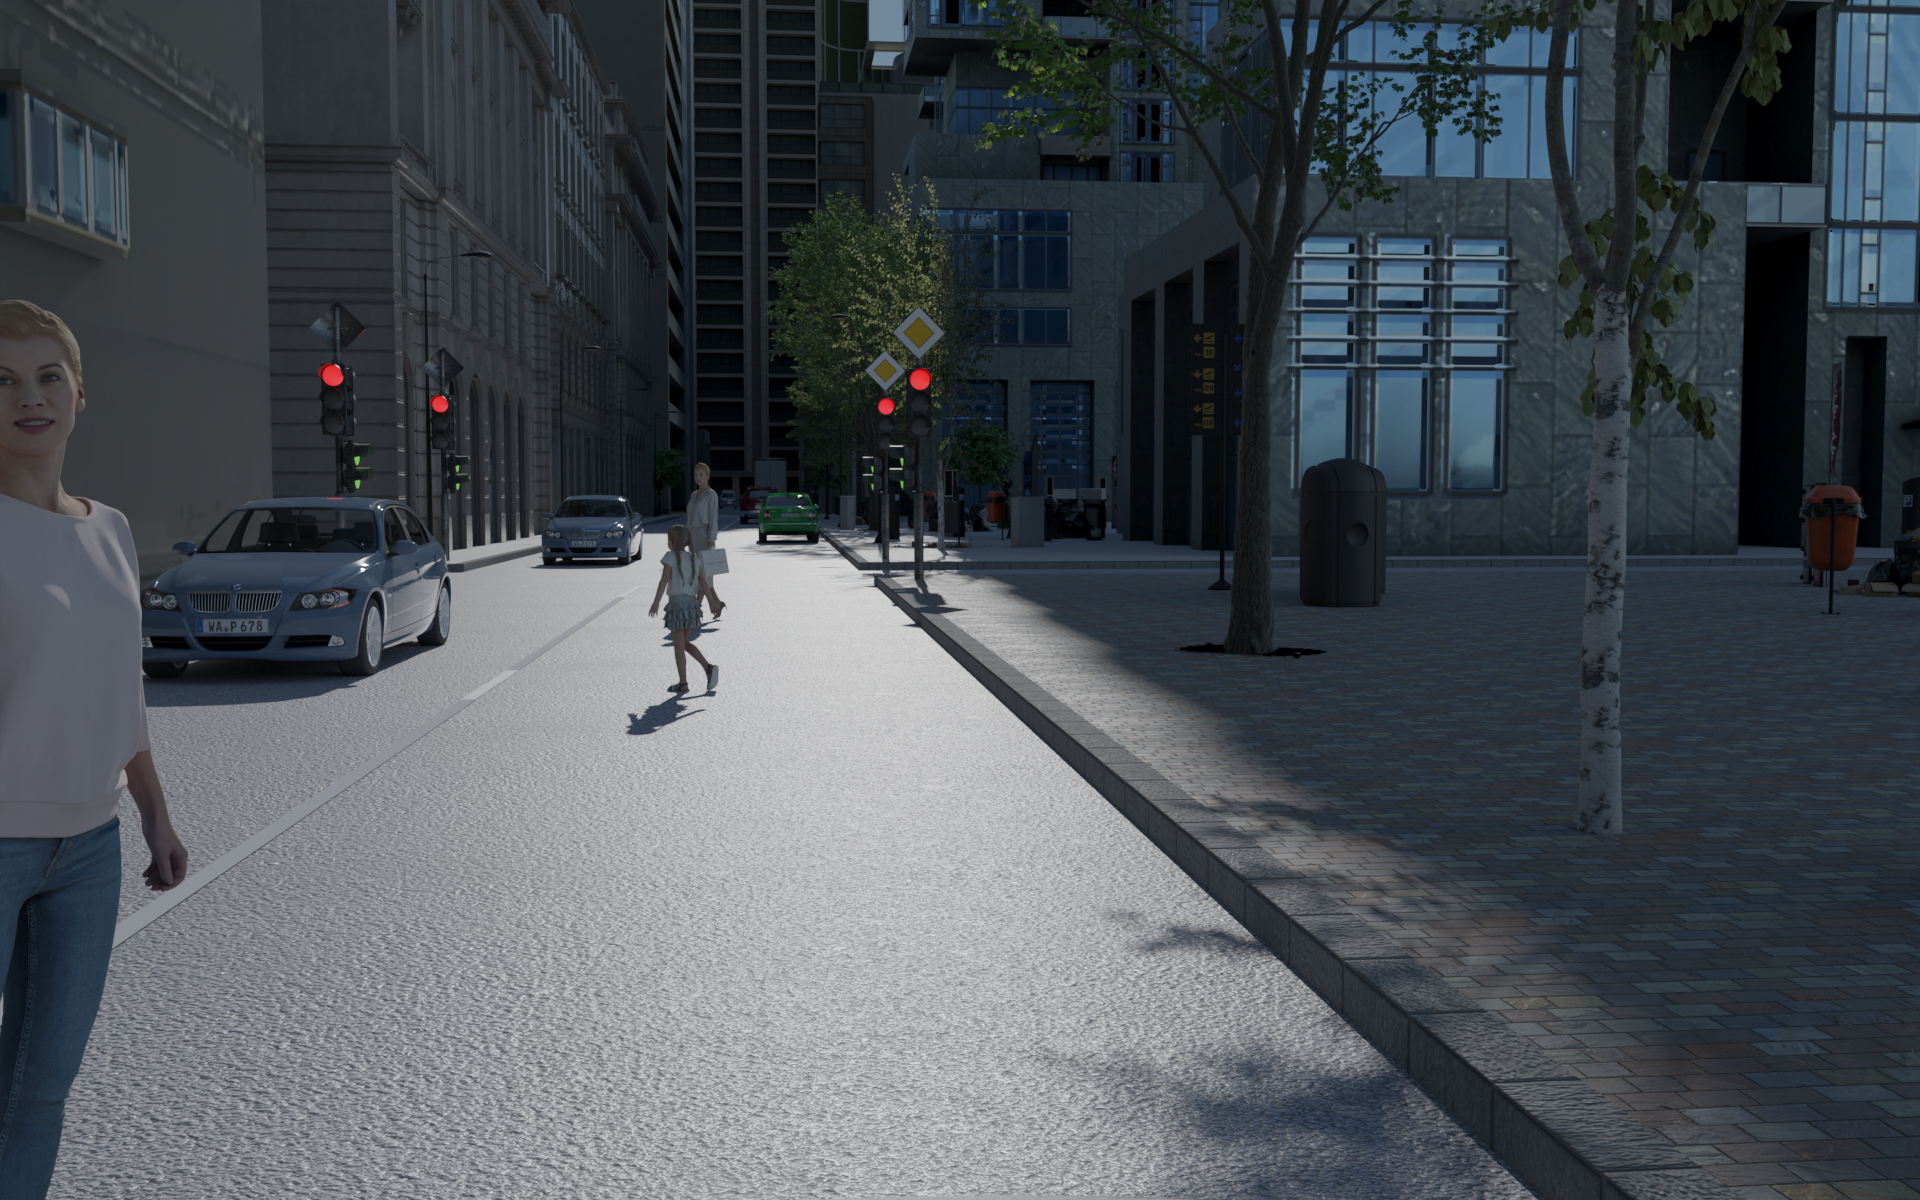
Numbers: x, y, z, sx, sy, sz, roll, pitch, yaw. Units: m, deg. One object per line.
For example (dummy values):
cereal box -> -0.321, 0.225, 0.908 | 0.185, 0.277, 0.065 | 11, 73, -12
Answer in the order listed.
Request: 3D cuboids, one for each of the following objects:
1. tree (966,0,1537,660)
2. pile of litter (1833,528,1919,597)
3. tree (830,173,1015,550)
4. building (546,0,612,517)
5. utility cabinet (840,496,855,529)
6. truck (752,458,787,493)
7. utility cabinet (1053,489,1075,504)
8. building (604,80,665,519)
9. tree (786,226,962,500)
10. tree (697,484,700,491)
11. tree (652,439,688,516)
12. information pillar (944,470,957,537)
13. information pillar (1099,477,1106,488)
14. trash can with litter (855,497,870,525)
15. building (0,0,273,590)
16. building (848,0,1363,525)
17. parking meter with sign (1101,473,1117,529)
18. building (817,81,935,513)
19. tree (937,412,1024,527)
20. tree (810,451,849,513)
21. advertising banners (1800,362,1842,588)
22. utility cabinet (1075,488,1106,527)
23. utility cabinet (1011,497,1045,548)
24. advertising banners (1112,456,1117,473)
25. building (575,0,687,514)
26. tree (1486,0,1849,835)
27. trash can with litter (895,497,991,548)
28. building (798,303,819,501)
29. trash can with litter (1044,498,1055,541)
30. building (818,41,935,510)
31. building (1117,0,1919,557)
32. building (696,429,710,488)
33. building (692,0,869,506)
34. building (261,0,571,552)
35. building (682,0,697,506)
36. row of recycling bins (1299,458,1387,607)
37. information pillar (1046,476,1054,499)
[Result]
tree -> 2.505, -5.372, 13.580 | 9.928, 11.665, 9.643 | 0, 3, 0
pile of litter -> 11.921, -0.480, 21.813 | 1.176, 0.858, 1.719 | -1, 4, -22
tree -> -0.589, -5.443, 39.363 | 4.360, 8.622, 3.978 | 0, 3, 0
building -> -18.859, -13.224, 65.362 | 9.793, 20.994, 18.267 | 0, 4, -6
utility cabinet -> -4.133, -3.222, 63.840 | 0.306, 1.237, 1.020 | 1, 4, 14
truck -> -15.253, -9.183, 139.059 | 2.839, 4.237, 11.283 | 0, 4, -7
utility cabinet -> 4.487, -4.116, 75.976 | 1.173, 1.500, 0.318 | -1, 4, -22
building -> -22.122, -14.950, 86.230 | 13.314, 21.916, 24.055 | 0, 4, -6
tree -> -3.670, -9.529, 73.931 | 7.486, 12.596, 7.792 | 0, 3, 0
tree -> -24.585, -10.139, 160.381 | 1.663, 3.219, 1.824 | 0, 3, 0
tree -> -17.948, -7.360, 104.054 | 4.285, 4.588, 4.351 | 0, 3, 0
information pillar -> -0.281, -2.919, 52.223 | 0.304, 2.012, 0.304 | 2, 4, 25
information pillar -> 6.227, -4.355, 75.699 | 0.304, 2.012, 0.304 | 0, 4, -1
trash can with litter -> -3.950, -3.717, 72.159 | 0.624, 1.170, 1.055 | 2, 4, 26
building -> -19.216, -23.741, 11.864 | 21.600, 48.544, 21.300 | 0, 4, -6
building -> 5.698, -47.707, 92.679 | 22.319, 86.520, 31.000 | 0, 4, -6
parking meter with sign -> 5.930, -4.139, 63.939 | 1.738, 3.016, 0.543 | 1, 4, 9
building -> -3.298, -21.642, 125.545 | 14.160, 30.474, 14.107 | 0, 4, -6
tree -> 0.826, -5.134, 67.662 | 4.285, 4.588, 4.351 | 0, 3, 0
tree -> -8.543, -8.117, 116.423 | 4.285, 4.588, 4.351 | 0, 3, 0
advertising banners -> 11.923, -1.700, 23.983 | 0.090, 3.025, 2.074 | 1, 4, 16
utility cabinet -> 5.054, -3.524, 66.293 | 0.318, 1.500, 1.173 | -3, 5, -43
utility cabinet -> 1.625, -1.865, 41.661 | 0.306, 1.237, 1.020 | 3, 4, 37
advertising banners -> 7.392, -5.043, 78.648 | 0.090, 3.025, 2.074 | -2, 4, -25
building -> -29.997, -30.168, 116.940 | 21.300, 48.544, 21.600 | 0, 4, -6
tree -> 2.676, -3.423, 6.326 | 4.737, 8.622, 4.395 | 0, 3, 0
trash can with litter -> -0.512, -1.869, 41.617 | 2.233, 1.210, 1.678 | 2, 4, 32
building -> -1.908, -19.976, 171.640 | 27.650, 21.520, 28.899 | 0, 4, -6
trash can with litter -> 2.088, -2.178, 47.000 | 0.624, 1.170, 1.055 | -3, 5, -40
building -> 3.989, -27.722, 145.142 | 32.217, 40.220, 23.993 | 0, 4, -6
building -> 20.132, -44.812, 45.354 | 31.000, 86.520, 22.319 | 0, 4, -6
building -> -40.782, -52.376, 169.019 | 31.000, 86.520, 22.319 | 0, 4, -6
building -> -20.802, -46.648, 200.950 | 20.611, 71.187, 20.563 | 0, 4, -6
building -> -17.822, -12.335, 43.485 | 13.314, 21.916, 24.055 | 0, 4, -6
building -> -32.971, -36.656, 141.320 | 21.231, 58.520, 28.212 | 0, 4, -6
row of recycling bins -> 4.699, -0.863, 21.216 | 1.069, 1.692, 3.534 | 1, 4, 15
information pillar -> 3.730, -4.142, 72.210 | 0.304, 2.012, 0.304 | 0, 4, -3
